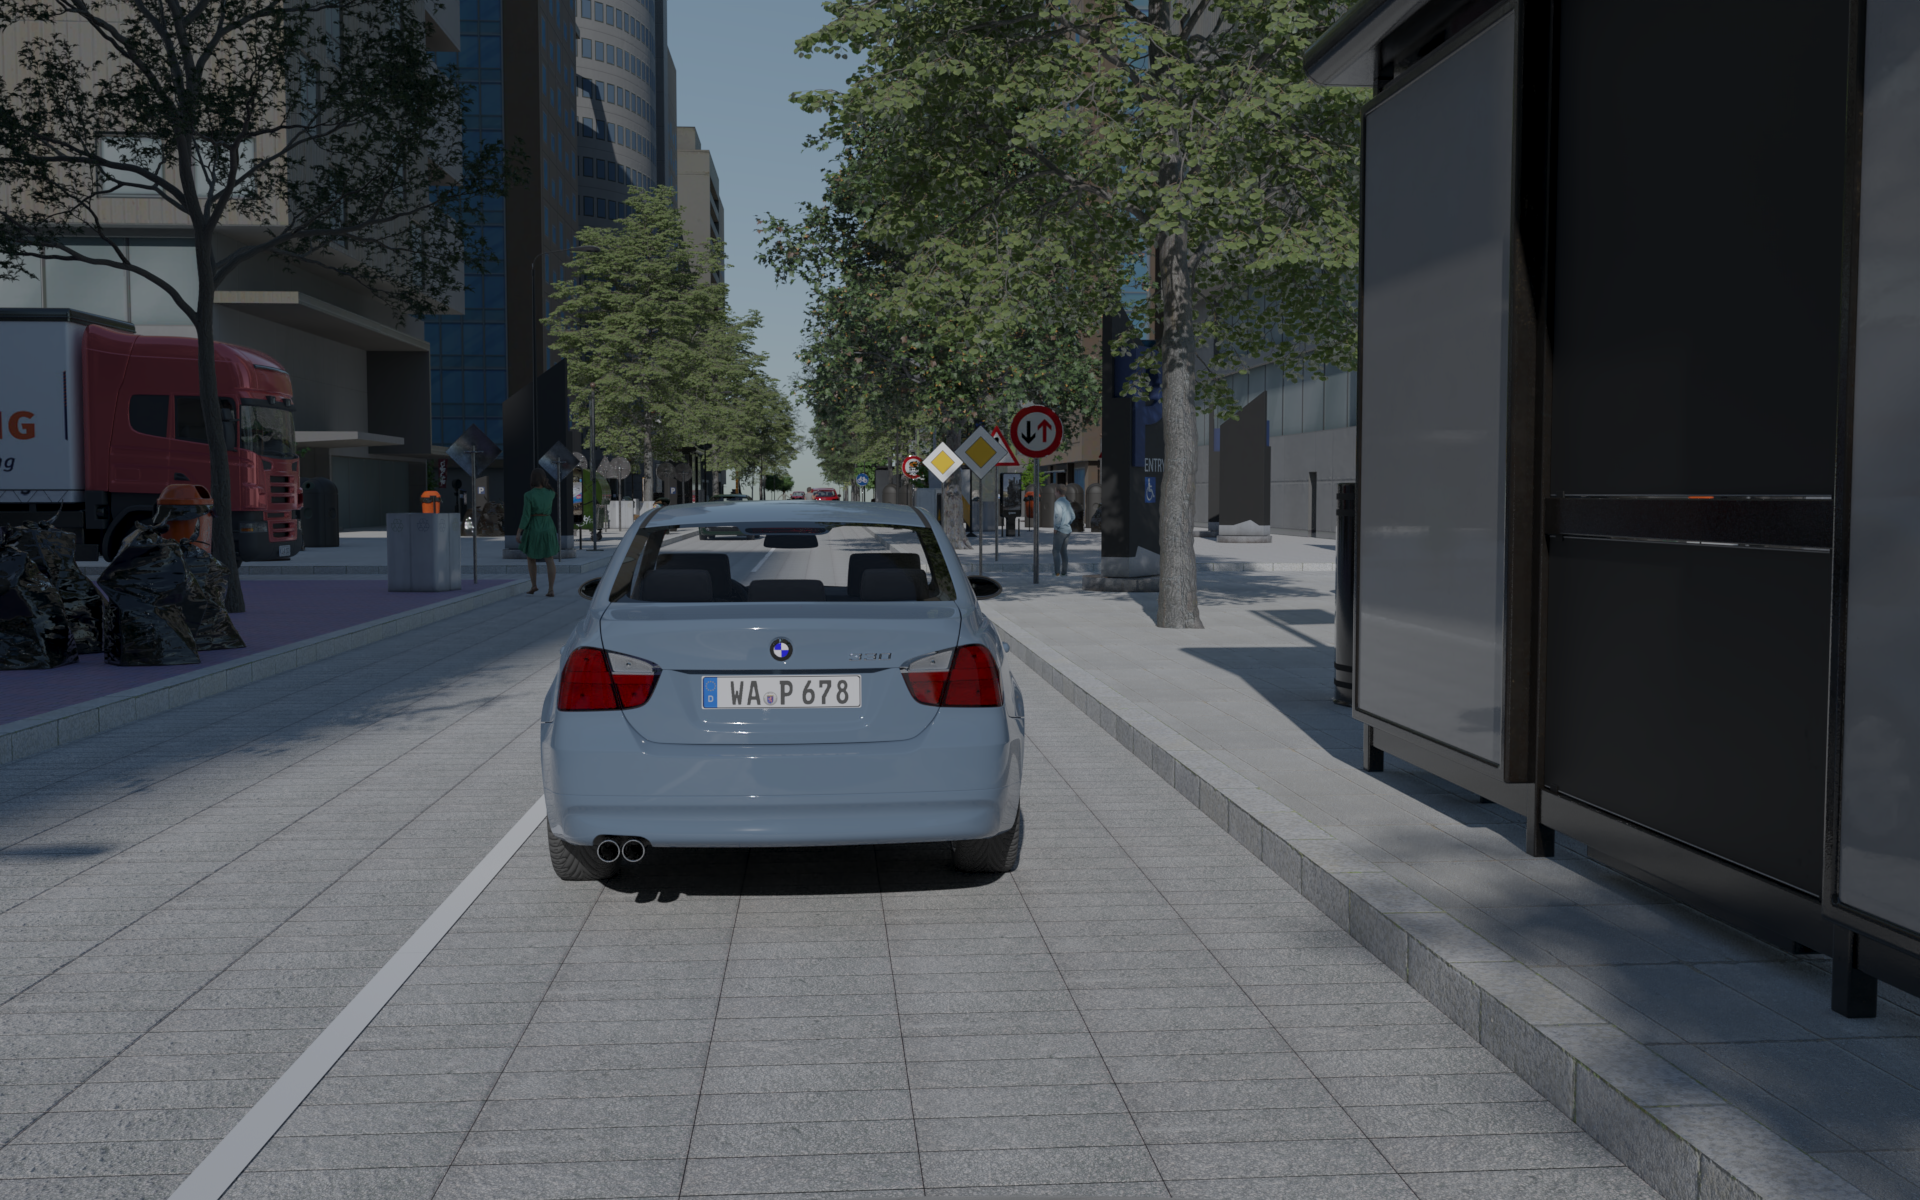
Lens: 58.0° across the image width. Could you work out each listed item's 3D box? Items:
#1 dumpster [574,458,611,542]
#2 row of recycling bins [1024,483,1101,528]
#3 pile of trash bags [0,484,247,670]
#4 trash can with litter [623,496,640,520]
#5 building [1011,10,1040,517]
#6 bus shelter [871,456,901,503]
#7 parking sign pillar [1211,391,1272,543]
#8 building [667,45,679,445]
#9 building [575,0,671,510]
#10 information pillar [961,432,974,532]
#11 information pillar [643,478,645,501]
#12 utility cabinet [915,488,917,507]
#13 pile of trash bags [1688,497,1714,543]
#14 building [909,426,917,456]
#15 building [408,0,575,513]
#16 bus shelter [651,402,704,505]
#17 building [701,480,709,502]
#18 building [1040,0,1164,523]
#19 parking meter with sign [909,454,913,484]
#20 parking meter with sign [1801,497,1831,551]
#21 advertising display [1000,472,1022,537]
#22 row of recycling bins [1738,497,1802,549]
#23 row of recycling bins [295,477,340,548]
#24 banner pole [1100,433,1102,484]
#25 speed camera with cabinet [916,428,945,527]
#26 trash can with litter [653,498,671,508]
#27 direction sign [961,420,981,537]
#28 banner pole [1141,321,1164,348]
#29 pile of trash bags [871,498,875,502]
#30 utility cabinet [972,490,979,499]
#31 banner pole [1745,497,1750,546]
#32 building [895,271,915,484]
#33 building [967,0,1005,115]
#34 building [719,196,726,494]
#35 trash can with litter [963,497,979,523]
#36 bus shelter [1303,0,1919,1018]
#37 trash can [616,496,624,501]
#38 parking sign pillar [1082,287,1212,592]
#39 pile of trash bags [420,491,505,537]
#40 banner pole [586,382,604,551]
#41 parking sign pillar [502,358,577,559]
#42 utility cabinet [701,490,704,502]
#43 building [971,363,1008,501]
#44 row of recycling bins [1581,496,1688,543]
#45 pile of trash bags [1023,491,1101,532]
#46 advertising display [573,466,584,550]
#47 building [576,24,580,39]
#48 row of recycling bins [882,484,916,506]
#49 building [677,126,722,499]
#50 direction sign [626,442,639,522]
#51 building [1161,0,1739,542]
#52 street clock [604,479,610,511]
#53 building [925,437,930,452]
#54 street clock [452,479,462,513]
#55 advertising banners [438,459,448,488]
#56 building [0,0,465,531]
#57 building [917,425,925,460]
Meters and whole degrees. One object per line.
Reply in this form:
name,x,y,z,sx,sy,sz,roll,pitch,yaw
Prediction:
dumpster,-10.339,-2.721,46.982,1.502,2.255,1.985,0,4,-4
row of recycling bins,3.967,-3.581,65.657,3.534,1.692,1.069,2,4,35
pile of trash bags,-6.844,-0.275,14.249,1.912,1.369,3.447,0,4,-7
trash can with litter,-16.043,-4.500,84.963,1.055,1.170,0.624,2,4,33
building,9.629,-25.582,101.858,14.154,41.232,14.086,0,4,-5
bus shelter,-3.799,-6.141,94.333,2.014,3.302,5.546,0,4,-4
parking sign pillar,7.526,-3.501,45.721,1.447,3.967,1.447,3,4,36
building,-34.516,-31.545,165.870,14.600,45.320,14.200,0,4,-5
building,-35.981,-36.801,143.692,21.231,58.520,28.212,0,4,-5
information pillar,0.229,-4.110,58.555,0.183,3.616,0.504,-3,4,-39
information pillar,-14.126,-4.504,78.140,0.304,2.012,0.304,0,4,1
utility cabinet,-1.244,-3.776,70.423,0.318,1.500,1.173,3,5,44
pile of trash bags,15.790,-1.881,40.512,3.447,1.369,1.912,2,4,29
building,4.362,-37.409,231.252,23.786,49.044,30.456,0,4,-5
building,-29.636,-27.388,97.901,14.600,45.320,14.200,0,4,-5
bus shelter,-12.822,-6.131,77.882,2.179,5.291,8.768,0,4,-5
building,-46.988,-31.584,208.284,32.217,40.220,23.993,0,4,-5
building,11.465,-26.275,79.708,14.600,45.320,14.200,0,4,-5
parking meter with sign,-1.496,-4.925,76.791,1.738,3.016,0.543,-2,4,-27
parking meter with sign,17.492,-2.382,35.202,1.738,3.016,0.543,-3,5,-43
advertising display,1.523,-2.865,52.063,0.123,1.923,0.974,3,4,37
row of recycling bins,20.175,-2.055,40.714,3.534,1.692,1.069,0,3,0
row of recycling bins,-16.467,-2.179,42.742,3.534,1.692,1.069,3,5,41
banner pole,5.902,-4.994,71.676,0.401,3.779,0.863,1,4,22
speed camera with cabinet,-0.719,-3.397,49.883,0.660,3.252,2.038,1,4,14
trash can with litter,-9.554,-2.666,54.971,0.624,1.170,1.055,-2,4,-24
direction sign,0.328,-3.653,51.723,0.876,3.537,0.379,-1,4,-19
banner pole,2.723,-2.124,24.741,0.863,3.779,0.401,0,4,-4
pile of trash bags,-4.015,-5.947,106.992,1.912,1.369,3.447,1,4,19
utility cabinet,0.533,-5.391,96.825,1.173,1.500,0.318,2,4,26
banner pole,15.960,-2.764,35.208,0.401,3.779,0.863,0,4,5
building,1.365,-38.760,257.422,21.300,48.544,21.600,0,4,-5
building,9.551,-32.309,151.959,21.300,48.544,21.600,0,4,-5
building,-41.155,-36.653,249.394,14.600,45.320,14.200,0,4,-5
trash can with litter,0.474,-4.032,77.314,1.055,1.170,0.624,-2,4,-33
bus shelter,2.778,-1.766,6.509,2.179,5.291,8.768,0,4,-4
trash can,-20.329,-5.654,104.095,0.748,1.137,0.748,0,3,0
parking sign pillar,2.361,-2.122,23.167,1.447,3.967,1.447,2,4,30
pile of trash bags,-14.542,-2.599,52.249,3.447,1.369,1.912,-2,4,-35
banner pole,-8.211,-2.977,38.694,0.401,3.779,0.863,0,4,-4
parking sign pillar,-8.418,-2.819,34.565,1.447,3.967,1.447,0,4,6
utility cabinet,-12.538,-4.575,83.477,0.318,1.500,1.173,-2,4,-28
building,12.023,-49.663,124.662,22.319,86.520,31.000,0,4,-5
row of recycling bins,6.504,-0.786,19.962,3.534,1.692,1.069,0,4,2
pile of trash bags,3.756,-3.015,59.041,3.447,1.369,1.912,2,4,25
advertising display,-9.140,-2.113,39.760,0.974,1.923,0.123,-2,4,-25
building,-39.596,-26.004,117.053,32.217,40.220,23.993,0,4,-5
row of recycling bins,-1.575,-3.718,67.906,3.534,1.692,1.069,2,4,33
building,-43.341,-37.156,231.199,21.300,48.544,21.600,0,4,-5
direction sign,-13.170,-4.749,69.644,0.379,3.537,0.876,1,4,22
building,22.062,-28.577,56.474,27.495,52.752,28.713,0,4,-5
street clock,-16.990,-4.781,82.733,0.471,2.002,0.358,-2,4,-32
building,4.361,-29.727,169.636,14.154,41.232,14.086,0,4,-5
street clock,-23.988,-4.773,82.606,0.358,2.002,0.471,2,4,25
advertising banners,-24.509,-5.117,79.855,2.074,3.025,0.090,1,4,13
building,-32.861,-28.695,58.405,28.713,52.752,27.495,0,4,-5
building,1.700,-32.134,208.981,14.154,41.232,14.086,0,4,-5
